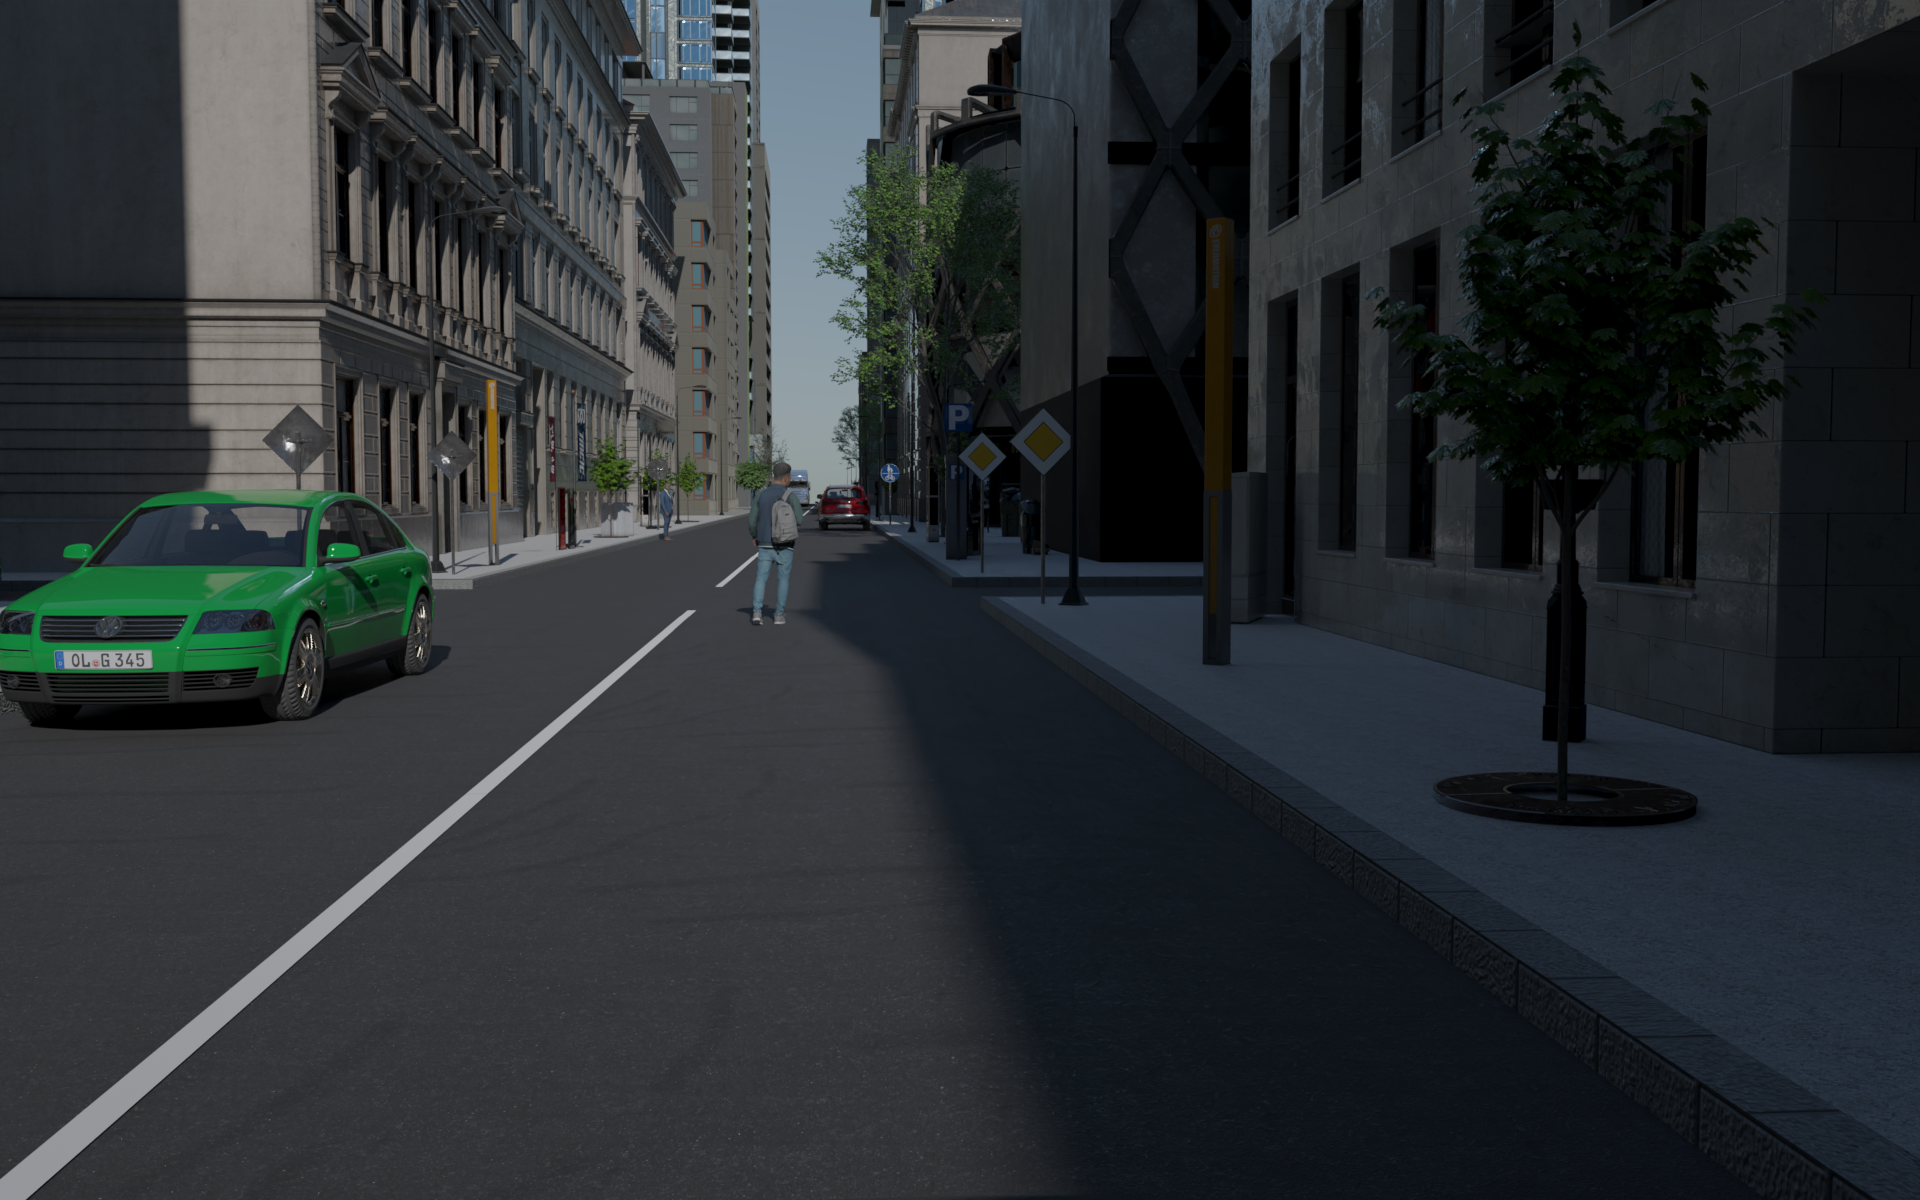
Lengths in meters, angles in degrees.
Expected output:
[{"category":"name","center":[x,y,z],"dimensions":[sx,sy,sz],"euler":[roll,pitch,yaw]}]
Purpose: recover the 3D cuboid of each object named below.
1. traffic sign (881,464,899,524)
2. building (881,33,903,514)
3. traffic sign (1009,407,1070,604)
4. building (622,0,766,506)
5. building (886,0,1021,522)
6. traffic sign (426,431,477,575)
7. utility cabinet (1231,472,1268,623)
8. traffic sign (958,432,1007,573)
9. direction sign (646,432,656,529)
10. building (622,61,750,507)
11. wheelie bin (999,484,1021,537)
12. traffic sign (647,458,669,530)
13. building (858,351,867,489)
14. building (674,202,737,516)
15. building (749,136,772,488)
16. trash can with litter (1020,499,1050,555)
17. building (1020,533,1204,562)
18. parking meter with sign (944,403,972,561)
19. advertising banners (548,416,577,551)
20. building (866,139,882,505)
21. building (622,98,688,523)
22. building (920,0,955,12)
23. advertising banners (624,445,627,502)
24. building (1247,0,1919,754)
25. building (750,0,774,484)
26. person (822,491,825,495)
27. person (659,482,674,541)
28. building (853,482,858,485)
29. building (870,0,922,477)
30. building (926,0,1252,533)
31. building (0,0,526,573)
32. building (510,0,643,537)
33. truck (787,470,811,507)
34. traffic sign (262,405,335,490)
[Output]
[{"category":"traffic sign","center":[-2.945,-4.463,73.073],"dimensions":[0.768,2.556,0.104],"euler":[0,4,4]},{"category":"building","center":[1.838,-20.879,113.079],"dimensions":[14.160,30.474,14.107],"euler":[0,4,-4]},{"category":"traffic sign","center":[0.965,-1.011,20.170],"dimensions":[0.795,2.450,0.064],"euler":[0,4,-4]},{"category":"building","center":[-33.597,-54.232,199.372],"dimensions":[22.319,86.520,31.000],"euler":[0,4,-4]},{"category":"building","center":[2.821,-17.936,90.521],"dimensions":[12.463,27.353,25.104],"euler":[0,4,-4]},{"category":"traffic sign","center":[-8.062,-1.460,27.514],"dimensions":[0.795,2.450,0.064],"euler":[0,4,-4]},{"category":"utility cabinet","center":[2.871,-0.544,17.571],"dimensions":[0.318,1.500,1.173],"euler":[1,4,19]},{"category":"traffic sign","center":[0.360,-1.498,28.132],"dimensions":[0.795,2.450,0.064],"euler":[0,4,-4]},{"category":"direction sign","center":[-11.302,-4.357,63.240],"dimensions":[0.379,3.537,0.876],"euler":[-1,4,-12]},{"category":"building","center":[-27.676,-29.542,166.609],"dimensions":[14.154,41.232,14.086],"euler":[0,4,-4]},{"category":"wheelie bin","center":[1.607,-2.697,52.002],"dimensions":[0.980,1.594,0.693],"euler":[1,4,21]},{"category":"traffic sign","center":[-10.754,-3.765,61.667],"dimensions":[0.768,2.556,0.104],"euler":[0,4,-1]},{"category":"building","center":[0.847,-23.260,225.344],"dimensions":[27.650,21.520,28.899],"euler":[0,4,-4]},{"category":"building","center":[-29.888,-16.587,116.243],"dimensions":[27.650,21.520,28.899],"euler":[0,4,-4]},{"category":"building","center":[-35.752,-36.880,226.694],"dimensions":[21.300,48.544,21.600],"euler":[0,4,-4]},{"category":"trash can with litter","center":[1.669,-1.558,36.855],"dimensions":[0.624,1.170,1.055],"euler":[-1,4,-16]},{"category":"building","center":[10.569,-10.410,37.657],"dimensions":[16.811,18.784,16.820],"euler":[0,4,-4]},{"category":"parking meter with sign","center":[-0.054,-2.317,34.138],"dimensions":[0.543,3.016,1.738],"euler":[0,4,-1]},{"category":"advertising banners","center":[-9.132,-2.663,39.722],"dimensions":[0.090,3.025,2.074],"euler":[0,4,3]},{"category":"building","center":[-3.911,-31.744,202.616],"dimensions":[14.154,41.232,14.086],"euler":[0,4,-4]},{"category":"building","center":[-20.252,-15.324,86.711],"dimensions":[11.583,22.565,21.152],"euler":[0,4,-4]},{"category":"building","center":[5.745,-50.258,134.389],"dimensions":[22.319,86.520,31.000],"euler":[0,4,-4]},{"category":"advertising banners","center":[-10.651,-3.609,55.193],"dimensions":[0.090,3.025,2.074],"euler":[-1,4,-10]},{"category":"building","center":[8.995,-9.537,10.678],"dimensions":[10.420,20.320,16.860],"euler":[0,4,-4]},{"category":"building","center":[-36.596,-49.492,247.445],"dimensions":[20.563,71.187,20.611],"euler":[0,4,-4]},{"category":"person","center":[-16.176,-12.145,207.037],"dimensions":[1.348,1.831,0.705],"euler":[0,4,-1]},{"category":"person","center":[-9.058,-2.737,53.439],"dimensions":[0.419,1.800,0.721],"euler":[0,4,5]},{"category":"building","center":[0.643,-34.211,251.230],"dimensions":[32.217,40.220,23.993],"euler":[0,4,-4]},{"category":"building","center":[6.208,-35.198,164.732],"dimensions":[28.713,52.752,27.495],"euler":[0,4,-4]},{"category":"building","center":[6.975,-12.382,69.890],"dimensions":[16.820,18.784,16.811],"euler":[0,4,-4]},{"category":"building","center":[-15.789,-10.528,36.754],"dimensions":[10.561,19.102,19.286],"euler":[0,4,-4]},{"category":"building","center":[-20.814,-13.929,61.027],"dimensions":[16.112,22.955,30.059],"euler":[0,4,-4]},{"category":"truck","center":[-18.641,-12.791,198.884],"dimensions":[2.967,4.110,18.799],"euler":[0,4,-5]},{"category":"traffic sign","center":[-7.456,-0.973,19.552],"dimensions":[0.795,2.450,0.064],"euler":[0,4,-4]}]
